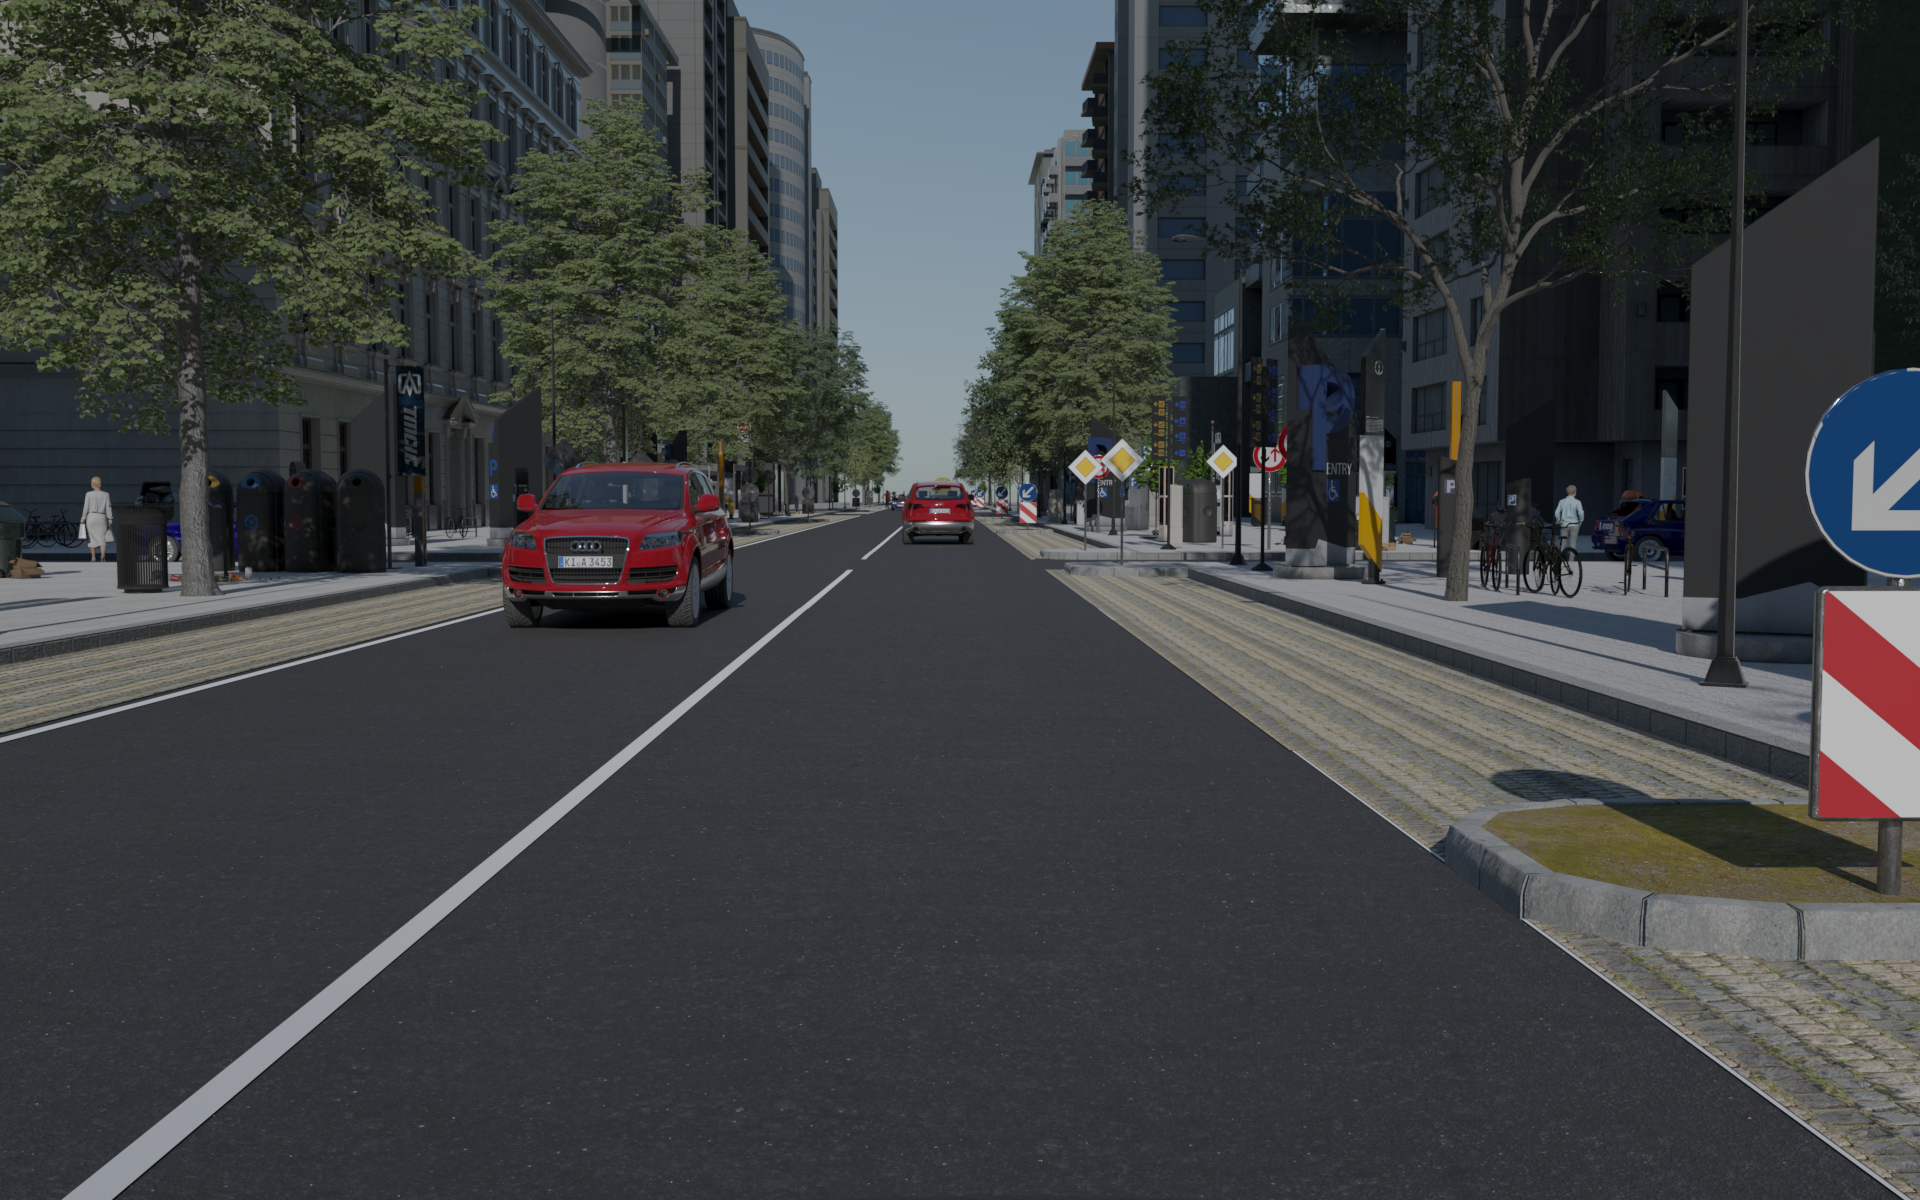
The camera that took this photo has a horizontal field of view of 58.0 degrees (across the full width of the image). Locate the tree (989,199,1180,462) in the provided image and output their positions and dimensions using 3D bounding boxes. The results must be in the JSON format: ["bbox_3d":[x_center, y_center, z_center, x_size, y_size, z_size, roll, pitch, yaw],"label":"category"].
[{"bbox_3d":[4.842,-9.129,67.388,7.486,12.596,7.792,0,3,0],"label":"tree"}]

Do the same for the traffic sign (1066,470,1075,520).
[{"bbox_3d":[5.532,-5.256,86.037,0.768,2.556,0.104,0,4,5],"label":"traffic sign"}]

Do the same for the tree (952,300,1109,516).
[{"bbox_3d":[4.677,-11.279,101.419,9.611,12.733,9.660,0,3,0],"label":"tree"}]

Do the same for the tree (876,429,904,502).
[{"bbox_3d":[-12.528,-20.925,267.874,9.928,11.665,9.643,0,3,0],"label":"tree"}]

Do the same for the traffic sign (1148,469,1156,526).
[{"bbox_3d":[6.377,-3.371,56.307,0.795,2.450,0.064,0,4,2],"label":"traffic sign"}]

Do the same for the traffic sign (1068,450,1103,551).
[{"bbox_3d":[2.837,-2.176,39.221,0.795,2.450,0.064,0,4,-1],"label":"traffic sign"}]

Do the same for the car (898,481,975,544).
[{"bbox_3d":[-0.674,-2.576,50.787,2.281,1.827,5.304,0,4,-3],"label":"car"}]

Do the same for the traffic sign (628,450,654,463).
[{"bbox_3d":[-7.207,-2.171,39.139,0.795,2.450,0.064,0,4,-1],"label":"traffic sign"}]

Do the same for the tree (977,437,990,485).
[{"bbox_3d":[3.975,-12.575,155.956,4.737,8.622,4.395,0,3,0],"label":"tree"}]

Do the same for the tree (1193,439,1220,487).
[{"bbox_3d":[8.508,-4.070,61.152,1.663,3.219,1.824,0,3,0],"label":"tree"}]

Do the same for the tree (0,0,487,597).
[{"bbox_3d":[-9.460,-6.296,21.069,7.486,12.596,7.792,0,3,0],"label":"tree"}]

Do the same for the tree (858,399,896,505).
[{"bbox_3d":[-11.013,-17.569,205.378,7.486,12.596,7.792,0,3,0],"label":"tree"}]

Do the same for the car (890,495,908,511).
[{"bbox_3d":[-5.186,-8.519,151.859,1.945,1.354,3.894,0,4,-1],"label":"car"}]

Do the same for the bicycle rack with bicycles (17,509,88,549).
[{"bbox_3d":[-22.050,-1.701,41.186,2.852,0.926,2.925,3,5,41],"label":"bicycle rack with bicycles"}]

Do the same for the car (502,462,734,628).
[{"bbox_3d":[-3.865,-0.707,20.237,2.281,1.827,5.304,0,4,-1],"label":"car"}]

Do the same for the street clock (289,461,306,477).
[{"bbox_3d":[-14.638,-2.064,38.324,0.358,2.002,0.471,-3,5,-41],"label":"street clock"}]

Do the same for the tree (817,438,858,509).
[{"bbox_3d":[-10.648,-11.916,145.187,4.360,8.622,3.978,0,3,0],"label":"tree"}]

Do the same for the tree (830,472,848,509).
[{"bbox_3d":[-10.752,-9.483,149.649,1.663,3.219,1.824,0,3,0],"label":"tree"}]

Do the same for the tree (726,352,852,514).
[{"bbox_3d":[-10.913,-10.717,109.637,8.767,10.594,7.601,0,4,2],"label":"tree"}]

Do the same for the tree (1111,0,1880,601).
[{"bbox_3d":[5.895,-5.245,20.169,8.767,10.594,7.601,1,4,8],"label":"tree"}]

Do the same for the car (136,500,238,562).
[{"bbox_3d":[-14.793,-1.402,35.501,3.894,1.354,1.945,0,4,-1],"label":"car"}]

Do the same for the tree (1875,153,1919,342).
[{"bbox_3d":[15.832,-4.615,25.816,4.360,8.622,3.978,0,3,0],"label":"tree"}]

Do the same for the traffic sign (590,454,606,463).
[{"bbox_3d":[-11.315,-3.334,54.610,0.768,2.556,0.104,0,4,2],"label":"traffic sign"}]

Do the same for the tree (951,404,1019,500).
[{"bbox_3d":[4.119,-16.459,179.467,12.009,13.543,11.850,0,3,0],"label":"tree"}]

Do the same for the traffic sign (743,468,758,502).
[{"bbox_3d":[-10.318,-5.216,85.390,0.768,2.556,0.104,0,4,8],"label":"traffic sign"}]

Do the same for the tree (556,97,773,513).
[{"bbox_3d":[-10.059,-8.047,49.694,7.486,12.596,7.792,0,3,0],"label":"tree"}]

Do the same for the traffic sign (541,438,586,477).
[{"bbox_3d":[-7.125,-1.683,31.154,0.795,2.450,0.064,0,4,-1],"label":"traffic sign"}]

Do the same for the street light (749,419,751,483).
[{"bbox_3d":[-9.139,-6.548,79.606,1.470,5.913,1.316,0,4,-1],"label":"street light"}]

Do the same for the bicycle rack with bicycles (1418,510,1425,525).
[{"bbox_3d":[21.023,-3.632,72.763,2.925,0.926,2.852,2,4,31],"label":"bicycle rack with bicycles"}]

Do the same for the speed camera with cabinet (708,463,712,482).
[{"bbox_3d":[-16.220,-7.025,109.193,0.660,3.252,2.038,-2,4,-28],"label":"speed camera with cabinet"}]

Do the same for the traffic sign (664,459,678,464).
[{"bbox_3d":[-10.528,-3.862,63.253,0.768,2.556,0.104,0,4,5],"label":"traffic sign"}]

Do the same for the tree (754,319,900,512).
[{"bbox_3d":[-11.068,-13.450,126.559,9.857,13.997,8.962,0,3,0],"label":"tree"}]

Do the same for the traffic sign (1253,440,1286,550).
[{"bbox_3d":[7.102,-2.425,39.751,0.768,2.556,0.104,0,4,5],"label":"traffic sign"}]

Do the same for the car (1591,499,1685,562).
[{"bbox_3d":[15.130,-1.404,35.539,3.894,1.354,1.945,0,4,0],"label":"car"}]

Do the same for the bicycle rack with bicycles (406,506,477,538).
[{"bbox_3d":[-15.427,-2.282,50.699,2.852,0.926,2.925,0,4,-2],"label":"bicycle rack with bicycles"}]

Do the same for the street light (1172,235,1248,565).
[{"bbox_3d":[4.495,-3.588,31.203,1.470,5.913,1.316,0,4,-1],"label":"street light"}]

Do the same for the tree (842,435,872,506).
[{"bbox_3d":[-11.730,-14.625,189.483,4.737,8.622,4.395,0,3,0],"label":"tree"}]

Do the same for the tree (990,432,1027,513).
[{"bbox_3d":[4.975,-11.654,140.899,4.737,8.622,4.395,0,3,0],"label":"tree"}]

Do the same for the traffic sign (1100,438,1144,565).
[{"bbox_3d":[2.919,-1.688,31.237,0.795,2.450,0.064,0,4,-1],"label":"traffic sign"}]

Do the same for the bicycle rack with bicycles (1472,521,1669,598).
[{"bbox_3d":[7.953,-0.553,22.425,2.852,0.926,2.925,1,4,14],"label":"bicycle rack with bicycles"}]

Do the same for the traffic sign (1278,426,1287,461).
[{"bbox_3d":[5.933,-1.847,30.311,0.768,2.556,0.104,0,4,4],"label":"traffic sign"}]

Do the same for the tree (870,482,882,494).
[{"bbox_3d":[-11.960,-15.655,250.552,1.663,3.219,1.824,0,3,0],"label":"tree"}]

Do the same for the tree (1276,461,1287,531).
[{"bbox_3d":[11.773,-4.019,60.312,1.663,3.219,1.824,0,3,0],"label":"tree"}]

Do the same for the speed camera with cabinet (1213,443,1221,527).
[{"bbox_3d":[9.949,-4.423,66.645,0.660,3.252,2.038,1,4,12],"label":"speed camera with cabinet"}]

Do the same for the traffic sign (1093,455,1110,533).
[{"bbox_3d":[4.532,-3.461,56.698,0.768,2.556,0.104,0,4,3],"label":"traffic sign"}]

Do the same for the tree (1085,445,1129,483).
[{"bbox_3d":[7.462,-6.452,89.211,4.285,4.588,4.351,0,3,0],"label":"tree"}]

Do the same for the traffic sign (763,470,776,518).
[{"bbox_3d":[-10.053,-5.560,91.008,0.768,2.556,0.104,0,4,4],"label":"traffic sign"}]

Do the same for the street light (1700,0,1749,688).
[{"bbox_3d":[4.591,-2.379,11.445,1.470,5.913,1.316,0,4,-1],"label":"street light"}]

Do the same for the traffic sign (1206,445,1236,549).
[{"bbox_3d":[6.152,-2.406,40.528,0.795,2.450,0.064,0,4,4],"label":"traffic sign"}]

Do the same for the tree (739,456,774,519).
[{"bbox_3d":[-10.450,-5.770,88.936,1.663,3.219,1.824,0,3,0],"label":"tree"}]

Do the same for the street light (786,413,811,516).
[{"bbox_3d":[-9.307,-7.757,99.363,1.470,5.913,1.316,0,4,-1],"label":"street light"}]

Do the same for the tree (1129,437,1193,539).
[{"bbox_3d":[5.560,-3.399,50.173,1.663,3.219,1.824,0,3,0],"label":"tree"}]

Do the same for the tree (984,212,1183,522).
[{"bbox_3d":[5.468,-10.593,79.852,9.857,13.997,8.962,0,3,0],"label":"tree"}]

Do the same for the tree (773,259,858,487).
[{"bbox_3d":[-9.830,-9.490,73.292,7.486,12.596,7.792,0,3,0],"label":"tree"}]

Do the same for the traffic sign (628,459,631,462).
[{"bbox_3d":[-11.835,-3.818,62.530,0.768,2.556,0.104,0,4,5],"label":"traffic sign"}]

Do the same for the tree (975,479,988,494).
[{"bbox_3d":[2.983,-15.493,247.913,1.663,3.219,1.824,0,3,0],"label":"tree"}]
